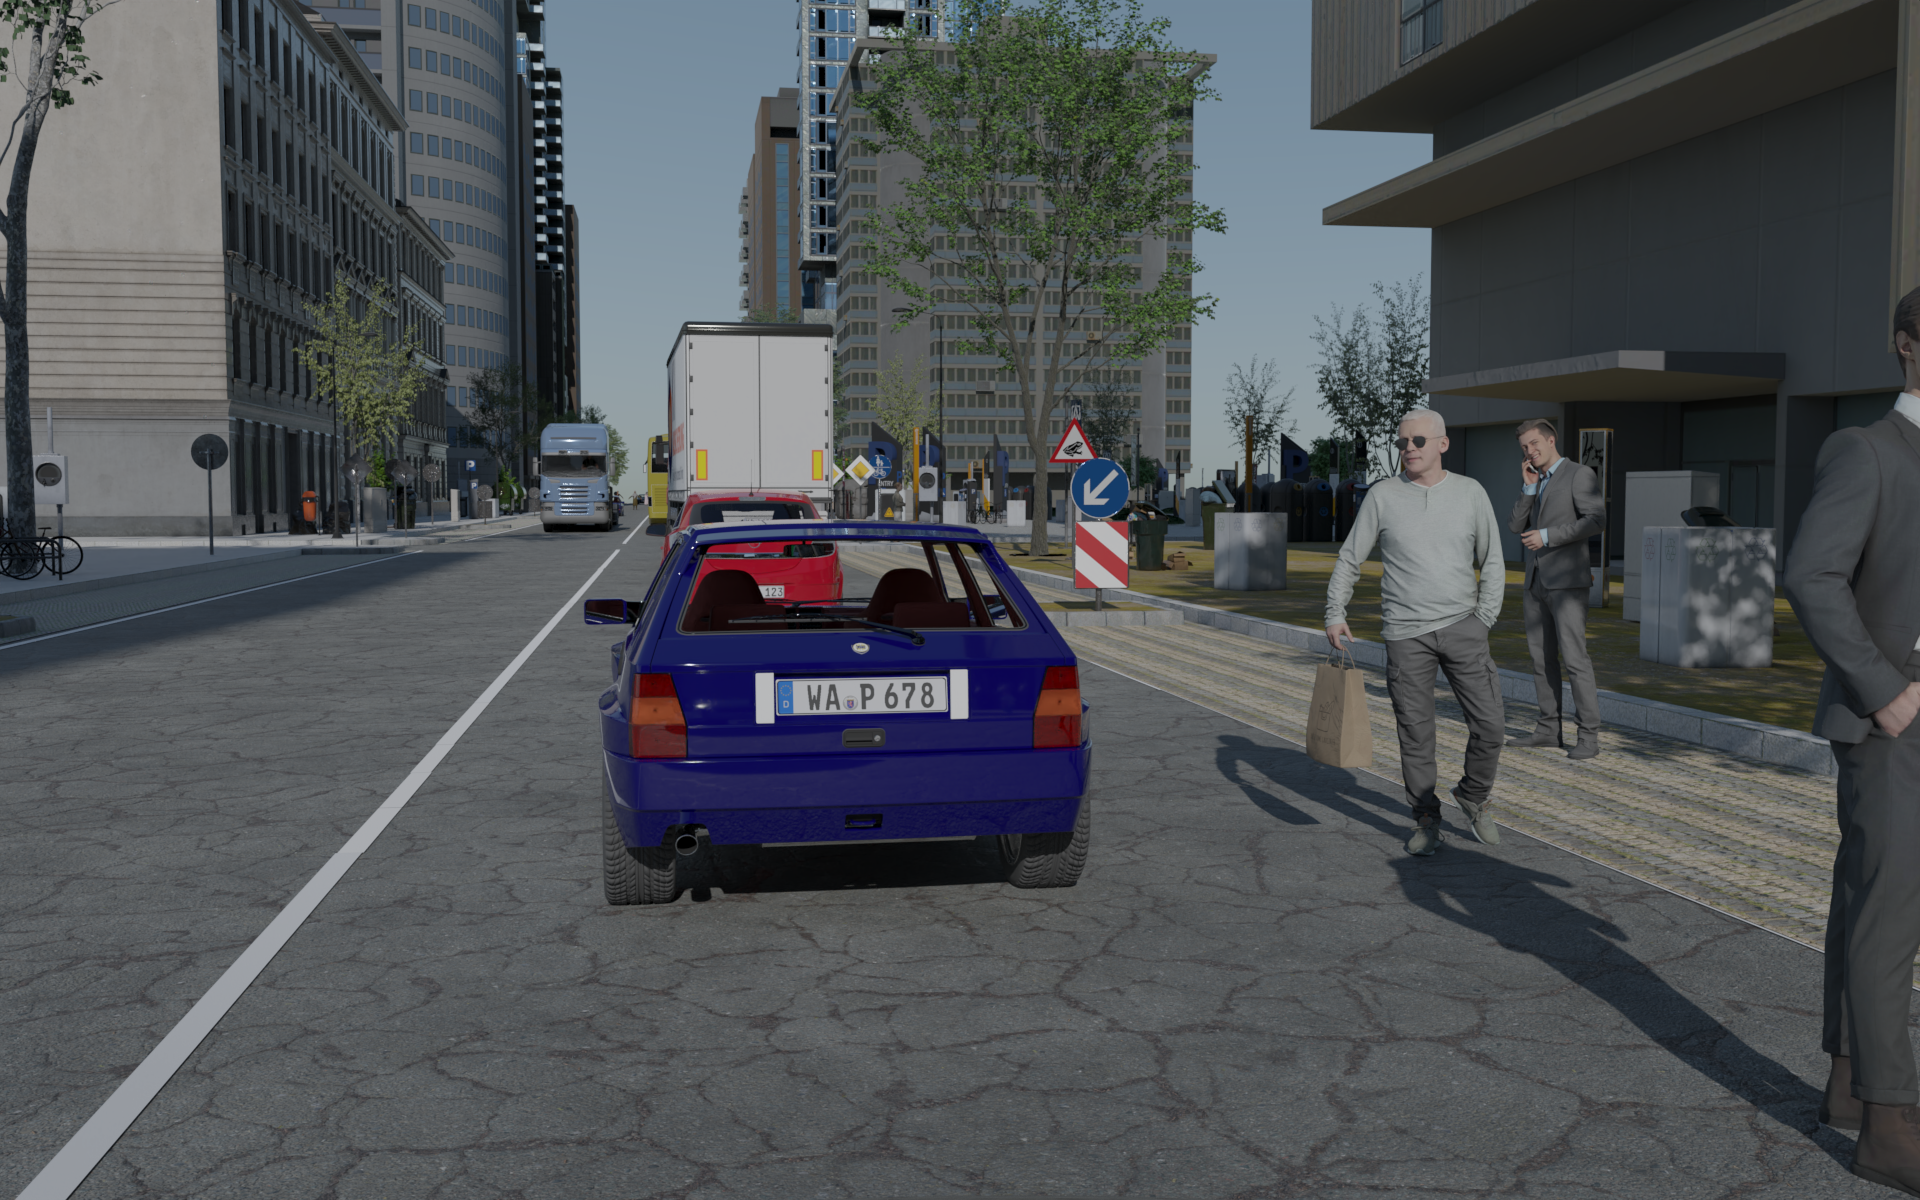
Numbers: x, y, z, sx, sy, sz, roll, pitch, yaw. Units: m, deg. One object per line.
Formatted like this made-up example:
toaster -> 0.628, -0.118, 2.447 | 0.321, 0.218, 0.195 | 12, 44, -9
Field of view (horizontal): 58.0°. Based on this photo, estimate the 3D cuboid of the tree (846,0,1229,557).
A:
tree -> 1.569, -6.702, 35.341 | 9.928, 11.665, 9.643 | 0, 3, 0

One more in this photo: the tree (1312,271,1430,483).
tree -> 14.414, -6.576, 57.887 | 4.360, 8.622, 3.978 | 0, 3, 0

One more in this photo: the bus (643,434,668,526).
bus -> -11.209, -4.753, 69.252 | 2.896, 3.916, 12.252 | -1, 4, -10

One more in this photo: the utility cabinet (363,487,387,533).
utility cabinet -> -19.339, -2.976, 57.333 | 0.318, 1.500, 1.173 | 0, 4, 4

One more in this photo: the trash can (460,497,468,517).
trash can -> -27.476, -5.130, 95.530 | 0.748, 1.137, 0.748 | 0, 3, 0

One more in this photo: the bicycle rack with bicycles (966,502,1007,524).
bicycle rack with bicycles -> 1.048, -3.749, 74.682 | 2.852, 0.926, 2.925 | -1, 4, -21

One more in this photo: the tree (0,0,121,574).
tree -> -16.542, -10.527, 28.007 | 12.611, 20.169, 13.585 | 0, 3, 0

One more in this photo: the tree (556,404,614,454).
tree -> -43.337, -16.677, 198.424 | 9.928, 11.665, 9.643 | 0, 3, 0

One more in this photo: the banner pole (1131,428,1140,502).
banner pole -> 6.598, -4.594, 65.124 | 0.401, 3.779, 0.863 | 2, 4, 31

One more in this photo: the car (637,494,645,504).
car -> -44.029, -14.130, 240.811 | 2.009, 1.686, 4.222 | -1, 4, -9

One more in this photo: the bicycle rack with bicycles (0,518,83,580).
bicycle rack with bicycles -> -14.780, -0.776, 26.071 | 2.925, 0.926, 2.852 | -2, 4, -29

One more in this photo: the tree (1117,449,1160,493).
tree -> 12.764, -8.641, 124.997 | 4.285, 4.588, 4.351 | 0, 3, 0

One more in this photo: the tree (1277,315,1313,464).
tree -> 15.129, -7.076, 66.057 | 4.360, 8.622, 3.978 | 0, 3, 0

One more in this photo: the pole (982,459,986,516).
pole -> 1.398, -6.536, 100.703 | 0.158, 3.312, 0.155 | 0, 3, 0

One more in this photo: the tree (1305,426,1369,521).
tree -> 18.140, -6.139, 84.094 | 4.285, 4.588, 4.351 | 0, 3, 0

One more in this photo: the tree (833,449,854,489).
tree -> -4.840, -4.652, 70.668 | 1.663, 3.219, 1.824 | 0, 3, 0

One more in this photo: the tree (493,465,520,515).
tree -> -27.693, -6.736, 104.742 | 1.663, 3.219, 1.824 | 0, 3, 0

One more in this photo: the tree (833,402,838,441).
tree -> -9.649, -9.448, 104.843 | 4.360, 8.622, 3.978 | 0, 3, 0

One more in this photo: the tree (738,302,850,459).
tree -> -11.455, -12.710, 114.463 | 9.857, 13.997, 8.962 | 0, 3, 0

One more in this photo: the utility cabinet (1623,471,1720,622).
utility cabinet -> 6.922, -0.501, 16.865 | 0.318, 1.500, 1.173 | -1, 4, -8

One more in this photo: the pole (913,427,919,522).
pole -> -1.346, -3.618, 53.005 | 0.158, 3.312, 0.155 | 0, 3, 0

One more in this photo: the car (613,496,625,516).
car -> -22.700, -6.092, 112.184 | 1.945, 1.354, 3.894 | -1, 4, -9

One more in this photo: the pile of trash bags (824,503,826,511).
pile of trash bags -> -10.230, -6.760, 120.272 | 1.912, 1.369, 3.447 | -1, 4, -18

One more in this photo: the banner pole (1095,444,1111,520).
banner pole -> 7.191, -5.913, 86.701 | 0.863, 3.779, 0.401 | 1, 4, 20

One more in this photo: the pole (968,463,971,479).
pole -> 0.654, -7.367, 114.291 | 0.158, 3.312, 0.155 | 0, 3, 0

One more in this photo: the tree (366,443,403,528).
tree -> -21.886, -4.339, 65.551 | 1.663, 3.219, 1.824 | 0, 3, 0

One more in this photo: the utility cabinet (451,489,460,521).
utility cabinet -> -23.435, -4.392, 80.493 | 0.318, 1.500, 1.173 | -1, 4, -11

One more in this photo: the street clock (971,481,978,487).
street clock -> 0.694, -5.380, 92.541 | 0.471, 2.002, 0.358 | -3, 4, -36

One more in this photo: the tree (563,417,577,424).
tree -> -37.815, -13.271, 167.335 | 4.360, 8.622, 3.978 | 0, 3, 0

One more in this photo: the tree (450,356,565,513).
tree -> -30.210, -11.111, 116.085 | 8.767, 10.594, 7.601 | 1, 4, 14

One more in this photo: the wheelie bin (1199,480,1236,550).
wheelie bin -> 5.890, -1.948, 39.760 | 0.693, 1.594, 0.980 | 2, 4, 27

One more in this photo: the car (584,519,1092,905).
car -> -0.648, 0.311, 7.498 | 1.945, 1.354, 3.894 | -1, 4, -10

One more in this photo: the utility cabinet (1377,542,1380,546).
utility cabinet -> 10.718, -1.919, 42.546 | 0.306, 1.237, 1.020 | -2, 4, -33

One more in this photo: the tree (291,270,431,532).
tree -> -19.960, -6.579, 57.927 | 4.737, 8.622, 4.395 | 0, 3, 0

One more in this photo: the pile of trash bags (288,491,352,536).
pile of trash bags -> -20.389, -2.766, 54.974 | 1.912, 1.369, 3.447 | -1, 4, -13

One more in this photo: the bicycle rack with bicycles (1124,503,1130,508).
bicycle rack with bicycles -> 10.269, -6.514, 119.888 | 2.852, 0.926, 2.925 | -1, 4, -23

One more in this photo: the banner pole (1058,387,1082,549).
banner pole -> 2.617, -3.086, 40.467 | 0.401, 3.779, 0.863 | -2, 4, -30

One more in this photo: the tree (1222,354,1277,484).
tree -> 15.687, -8.653, 91.836 | 4.360, 8.622, 3.978 | 0, 3, 0

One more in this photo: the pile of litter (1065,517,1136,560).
pile of litter -> 2.920, -1.223, 33.959 | 1.719, 0.858, 1.176 | 0, 4, 3

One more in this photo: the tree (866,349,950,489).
tree -> -2.736, -8.480, 89.013 | 4.737, 8.622, 4.395 | 0, 3, 0

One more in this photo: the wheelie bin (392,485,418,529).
wheelie bin -> -20.332, -3.402, 63.539 | 0.693, 1.594, 0.980 | 3, 4, 36

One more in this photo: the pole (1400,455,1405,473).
pole -> 15.977, -4.200, 62.514 | 0.158, 3.312, 0.155 | 0, 3, 0

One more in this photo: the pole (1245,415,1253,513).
pole -> 7.483, -3.122, 44.880 | 0.158, 3.312, 0.155 | 0, 3, 0

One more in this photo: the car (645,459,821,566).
car -> -2.279, -0.580, 18.521 | 2.155, 1.783, 4.494 | -1, 4, -9

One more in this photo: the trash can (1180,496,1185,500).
trash can -> 13.416, -5.648, 104.000 | 0.748, 1.137, 0.748 | 0, 3, 0

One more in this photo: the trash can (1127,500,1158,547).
trash can -> 4.454, -1.875, 42.315 | 0.748, 1.137, 0.748 | 0, 3, 0

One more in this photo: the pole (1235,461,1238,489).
pole -> 17.045, -6.911, 106.830 | 0.158, 3.312, 0.155 | 0, 3, 0

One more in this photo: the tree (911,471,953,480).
tree -> -1.431, -5.043, 77.053 | 1.663, 3.219, 1.824 | 0, 3, 0

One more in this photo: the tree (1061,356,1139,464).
tree -> 7.649, -8.639, 91.613 | 4.360, 8.622, 3.978 | 0, 3, 0

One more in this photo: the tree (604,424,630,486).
tree -> -56.606, -22.039, 278.462 | 7.486, 12.596, 7.792 | 0, 3, 0
